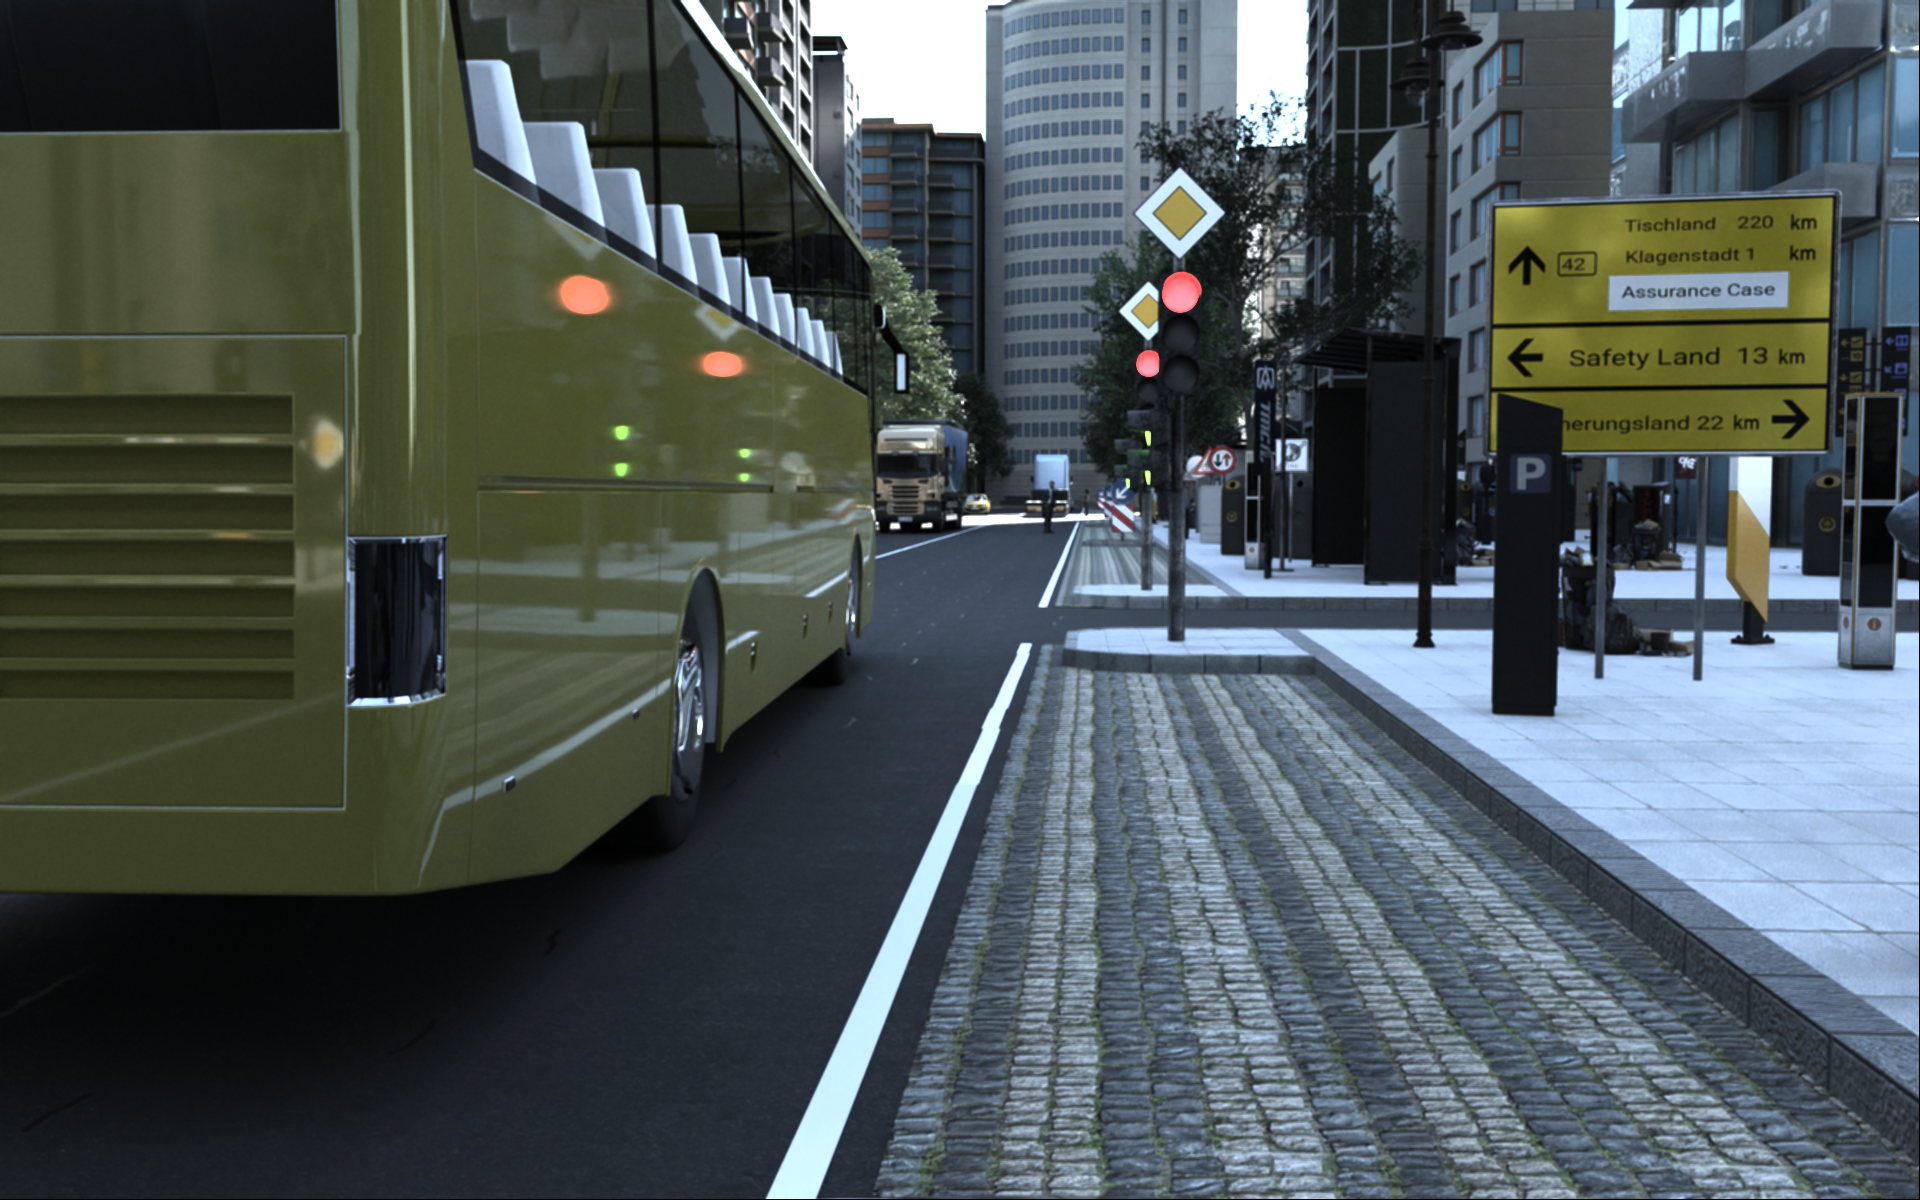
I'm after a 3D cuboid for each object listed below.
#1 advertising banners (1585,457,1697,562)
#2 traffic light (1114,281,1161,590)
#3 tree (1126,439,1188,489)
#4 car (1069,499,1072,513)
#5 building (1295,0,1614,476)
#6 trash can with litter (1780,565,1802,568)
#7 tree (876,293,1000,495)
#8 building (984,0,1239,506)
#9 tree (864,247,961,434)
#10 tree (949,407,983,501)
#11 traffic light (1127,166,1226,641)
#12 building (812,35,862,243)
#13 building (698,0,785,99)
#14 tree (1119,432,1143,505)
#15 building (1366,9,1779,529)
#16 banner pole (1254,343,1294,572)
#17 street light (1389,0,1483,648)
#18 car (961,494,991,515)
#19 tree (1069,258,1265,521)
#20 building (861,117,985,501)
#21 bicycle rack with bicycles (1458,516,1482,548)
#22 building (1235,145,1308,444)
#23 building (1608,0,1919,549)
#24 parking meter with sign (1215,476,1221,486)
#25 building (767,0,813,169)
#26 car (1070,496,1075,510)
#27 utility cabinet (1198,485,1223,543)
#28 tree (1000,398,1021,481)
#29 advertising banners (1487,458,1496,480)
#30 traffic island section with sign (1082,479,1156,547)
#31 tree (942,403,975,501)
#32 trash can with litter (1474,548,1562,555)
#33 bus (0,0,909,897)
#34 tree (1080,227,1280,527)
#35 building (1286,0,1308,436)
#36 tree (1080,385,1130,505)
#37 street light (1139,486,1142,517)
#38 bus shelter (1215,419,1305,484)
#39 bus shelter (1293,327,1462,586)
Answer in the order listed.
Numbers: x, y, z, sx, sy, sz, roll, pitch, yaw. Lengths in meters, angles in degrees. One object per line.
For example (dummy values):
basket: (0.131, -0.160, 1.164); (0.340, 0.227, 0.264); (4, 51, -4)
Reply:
advertising banners: (12.434, -2.155, 31.428); (2.074, 3.025, 0.090); (0, 4, 4)
traffic light: (2.471, -2.084, 22.996); (0.839, 4.253, 0.868); (0, 4, 4)
tree: (13.741, -10.926, 128.999); (4.737, 8.622, 4.395); (0, 3, 0)
car: (7.416, -7.352, 129.988); (2.009, 1.686, 4.222); (0, 4, 6)
building: (33.188, -41.619, 118.726); (20.563, 71.187, 20.611); (0, 4, 4)
trash can with litter: (15.286, -1.136, 29.633); (2.233, 1.210, 1.678); (2, 4, 28)
tree: (-3.685, -11.037, 97.461); (9.611, 12.733, 9.660); (0, 3, 0)
building: (17.132, -40.324, 201.297); (28.212, 58.520, 21.231); (0, 4, 4)
tree: (-3.857, -9.863, 79.392); (7.486, 12.596, 7.792); (0, 3, 0)
tree: (-0.295, -11.987, 146.351); (4.737, 8.622, 4.395); (0, 3, 0)
traffic light: (1.873, -1.597, 15.034); (0.839, 4.253, 0.868); (0, 4, 4)
building: (-16.315, -29.011, 157.928); (14.086, 41.232, 14.154); (0, 4, 4)
building: (-23.766, -28.151, 114.896); (22.147, 44.769, 28.867); (0, 4, 4)
tree: (15.638, -12.645, 157.100); (4.360, 8.622, 3.978); (0, 3, 0)
building: (34.108, -14.108, 75.705); (27.650, 21.520, 28.899); (0, 4, 4)
banner pole: (5.161, -2.360, 28.611); (0.863, 3.779, 0.401); (-2, 4, -30)
street light: (3.897, -2.543, 14.363); (0.468, 5.910, 1.993); (0, 4, 4)
car: (1.132, -6.558, 117.449); (2.015, 1.641, 3.980); (0, 4, 4)
tree: (9.843, -10.163, 83.177); (9.611, 12.733, 9.660); (0, 3, 0)
building: (-11.298, -33.616, 204.244); (28.867, 44.769, 22.147); (0, 4, 4)
bicycle rack with bicycles: (10.769, -1.673, 40.732); (2.925, 0.926, 2.852); (0, 4, 6)
building: (38.329, -31.398, 196.944); (14.086, 41.232, 14.154); (0, 4, 4)
building: (32.640, -25.925, 43.489); (30.456, 49.044, 23.786); (0, 4, 4)
parking meter with sign: (11.471, -4.833, 75.282); (1.738, 3.016, 0.543); (-1, 4, -15)
building: (-20.469, -42.835, 138.605); (20.563, 71.187, 20.611); (0, 4, 4)
car: (9.339, -8.832, 156.764); (2.083, 1.381, 4.827); (0, 4, 5)
utility cabinet: (6.804, -2.202, 44.684); (1.173, 1.500, 0.318); (2, 4, 35)
tree: (0.895, -14.693, 157.240); (9.611, 12.733, 9.660); (0, 3, 0)
advertising banners: (18.287, -3.960, 60.939); (0.090, 3.025, 2.074); (-1, 4, -11)
traffic island section with sign: (4.360, -2.386, 47.637); (1.989, 1.847, 2.006); (0, 4, 4)
tree: (-0.565, -11.220, 133.813); (4.360, 8.622, 3.978); (0, 3, 0)
trash can with litter: (11.421, -1.530, 36.072); (2.233, 1.210, 1.678); (2, 4, 26)
bus: (-2.164, -1.117, 9.810); (2.896, 3.916, 12.252); (0, 4, 2)
tree: (8.381, -8.607, 66.481); (9.928, 11.665, 9.643); (0, 3, 0)
building: (37.358, -50.832, 143.776); (22.319, 86.520, 31.000); (0, 4, 4)
tree: (13.934, -13.879, 145.051); (7.486, 12.596, 7.792); (0, 3, 0)
street light: (10.165, -7.609, 97.197); (0.468, 5.910, 1.993); (0, 4, 4)
bus shelter: (8.451, -3.384, 49.249); (2.014, 3.302, 5.546); (0, 4, 4)
bus shelter: (6.465, -2.209, 27.396); (1.731, 3.624, 6.357); (0, 4, 4)
